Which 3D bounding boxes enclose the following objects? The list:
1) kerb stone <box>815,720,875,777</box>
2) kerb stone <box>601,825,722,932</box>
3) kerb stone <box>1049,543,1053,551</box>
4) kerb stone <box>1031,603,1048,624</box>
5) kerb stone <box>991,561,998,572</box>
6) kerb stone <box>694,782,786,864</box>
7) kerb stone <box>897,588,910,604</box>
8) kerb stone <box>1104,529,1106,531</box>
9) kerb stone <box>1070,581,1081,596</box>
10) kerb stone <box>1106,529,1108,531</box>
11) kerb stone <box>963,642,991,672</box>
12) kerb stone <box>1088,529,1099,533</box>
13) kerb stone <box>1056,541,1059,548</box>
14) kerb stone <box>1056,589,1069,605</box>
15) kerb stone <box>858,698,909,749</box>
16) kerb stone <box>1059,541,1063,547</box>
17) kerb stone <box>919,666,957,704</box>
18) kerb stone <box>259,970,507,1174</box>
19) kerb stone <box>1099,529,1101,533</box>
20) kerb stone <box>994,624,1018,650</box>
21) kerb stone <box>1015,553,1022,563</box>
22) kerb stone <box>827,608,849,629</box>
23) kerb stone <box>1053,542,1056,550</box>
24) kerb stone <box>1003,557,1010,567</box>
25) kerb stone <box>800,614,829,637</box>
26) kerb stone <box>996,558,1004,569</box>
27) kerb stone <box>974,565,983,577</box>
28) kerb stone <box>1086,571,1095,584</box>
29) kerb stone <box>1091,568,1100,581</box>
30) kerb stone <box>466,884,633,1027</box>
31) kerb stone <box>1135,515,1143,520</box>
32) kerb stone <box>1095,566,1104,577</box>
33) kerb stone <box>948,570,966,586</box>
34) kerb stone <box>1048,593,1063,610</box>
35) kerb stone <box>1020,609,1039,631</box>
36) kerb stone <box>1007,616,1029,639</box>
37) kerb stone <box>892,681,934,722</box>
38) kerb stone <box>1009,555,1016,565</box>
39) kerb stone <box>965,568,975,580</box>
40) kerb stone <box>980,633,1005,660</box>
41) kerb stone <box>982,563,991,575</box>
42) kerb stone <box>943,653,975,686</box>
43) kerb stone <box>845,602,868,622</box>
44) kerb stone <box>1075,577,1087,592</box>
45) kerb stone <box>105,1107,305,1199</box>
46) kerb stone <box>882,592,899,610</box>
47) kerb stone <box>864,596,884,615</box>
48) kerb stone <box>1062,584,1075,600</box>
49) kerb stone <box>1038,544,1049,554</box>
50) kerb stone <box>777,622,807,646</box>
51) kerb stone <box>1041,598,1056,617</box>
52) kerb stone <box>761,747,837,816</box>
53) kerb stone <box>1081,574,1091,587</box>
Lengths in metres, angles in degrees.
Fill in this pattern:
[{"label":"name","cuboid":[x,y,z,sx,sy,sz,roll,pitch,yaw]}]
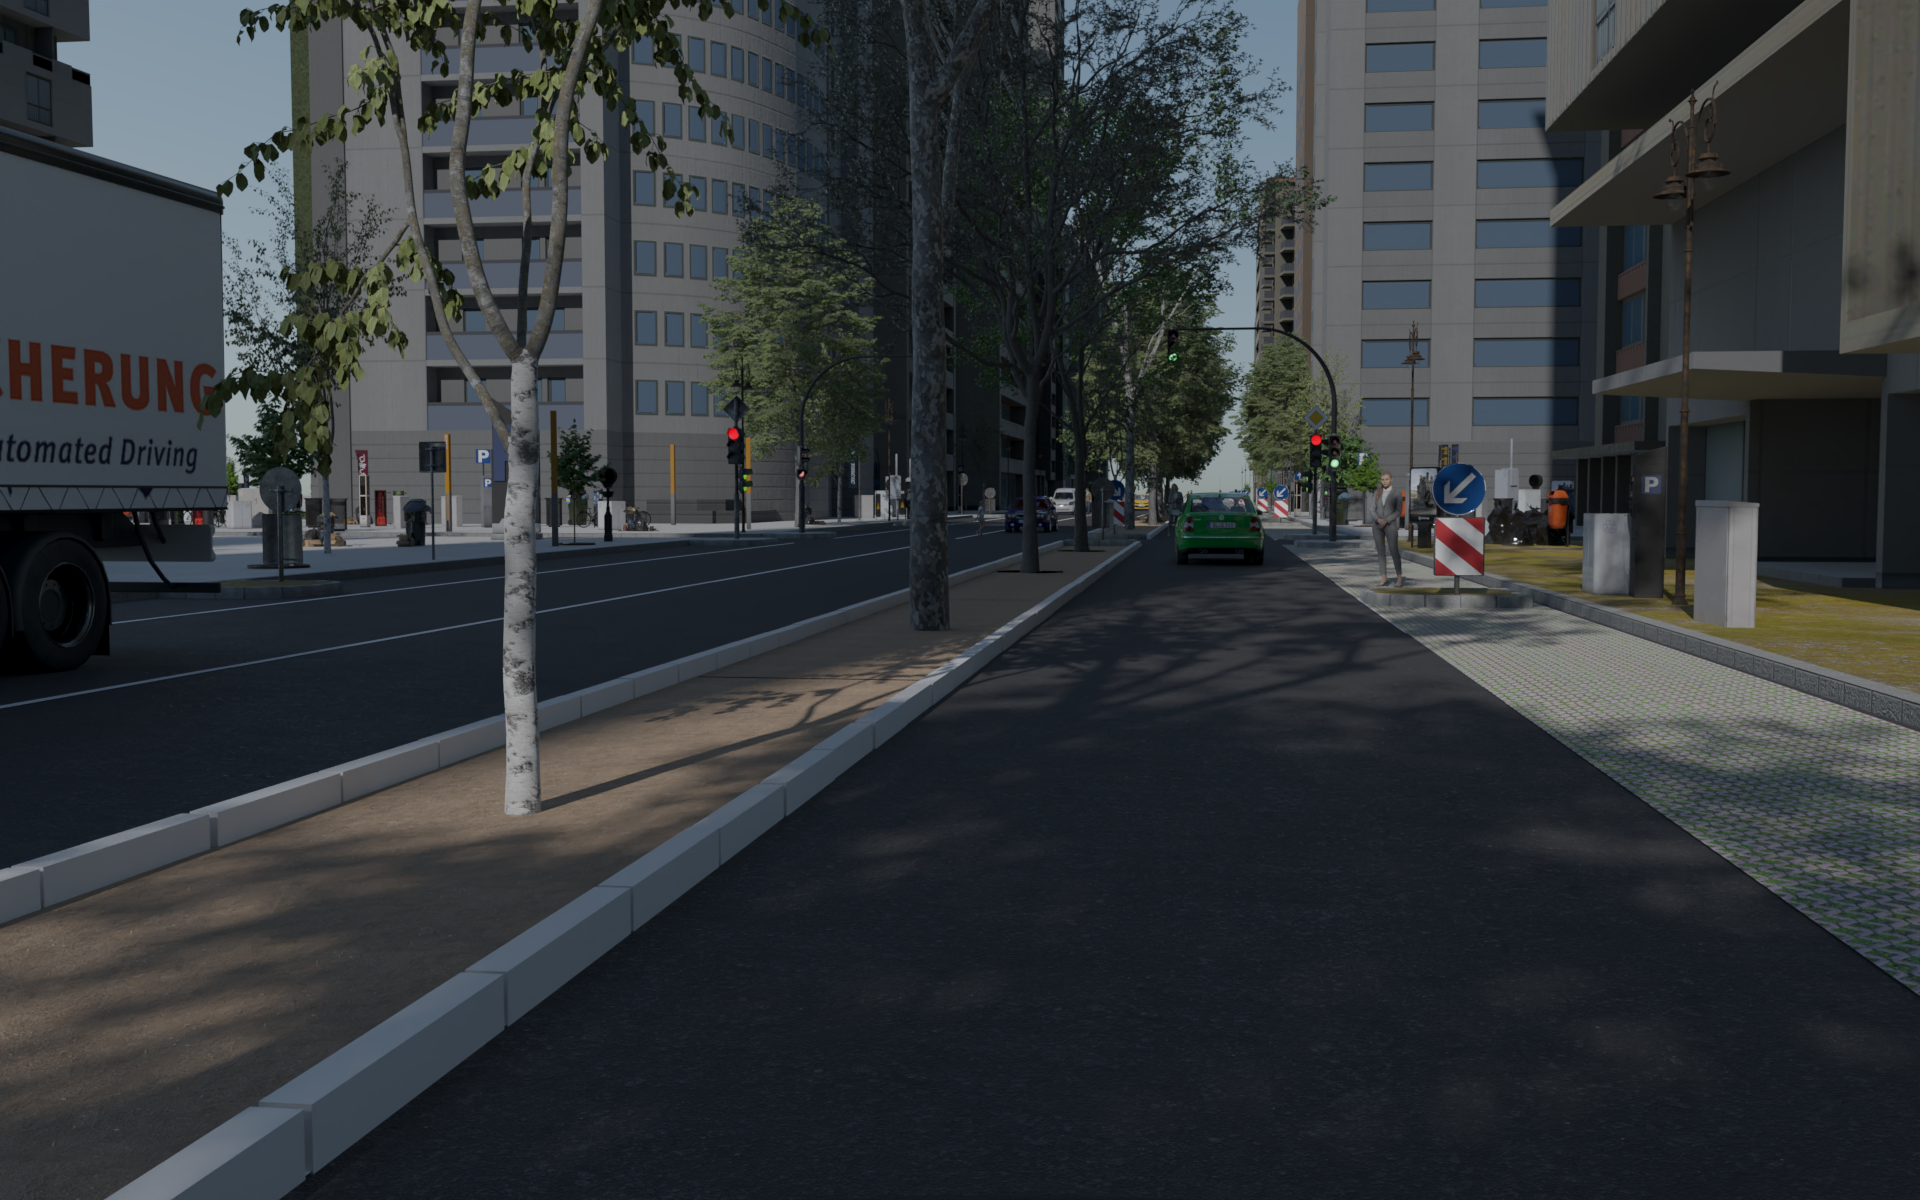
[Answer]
[{"label":"kerb stone","cuboid":[-0.620,0.794,9.212,0.120,0.150,1.000,1,4,8]},{"label":"kerb stone","cuboid":[-1.057,0.980,6.169,0.120,0.150,1.000,1,4,8]},{"label":"kerb stone","cuboid":[2.134,-1.273,43.004,0.120,0.150,1.000,1,4,8]},{"label":"kerb stone","cuboid":[0.852,0.174,19.349,0.120,0.150,1.000,1,4,8]},{"label":"kerb stone","cuboid":[0.527,-0.590,31.849,0.120,0.150,1.000,1,4,8]},{"label":"kerb stone","cuboid":[-0.911,0.923,7.181,0.120,0.150,1.000,1,4,8]},{"label":"kerb stone","cuboid":[-0.789,-0.031,22.701,0.120,0.150,1.000,1,4,8]},{"label":"kerb stone","cuboid":[5.279,-2.600,64.797,0.120,0.150,1.000,1,4,8]},{"label":"kerb stone","cuboid":[1.572,-0.136,24.423,0.120,0.150,1.000,1,4,8]},{"label":"kerb stone","cuboid":[5.427,-2.668,65.819,0.120,0.150,1.000,1,4,8]},{"label":"kerb stone","cuboid":[0.116,0.487,14.285,0.120,0.150,1.000,1,4,8]},{"label":"kerb stone","cuboid":[4.687,-2.357,60.740,0.120,0.150,1.000,1,4,8]},{"label":"kerb stone","cuboid":[2.416,-1.389,45.030,0.120,0.150,1.000,1,4,8]},{"label":"kerb stone","cuboid":[1.280,-0.010,22.391,0.120,0.150,1.000,1,4,8]},{"label":"kerb stone","cuboid":[-0.463,0.731,10.237,0.120,0.150,1.000,1,4,8]},{"label":"kerb stone","cuboid":[2.569,-1.459,46.048,0.120,0.150,1.000,1,4,8]},{"label":"kerb stone","cuboid":[-0.173,0.609,12.261,0.120,0.150,1.000,1,4,8]},{"label":"kerb stone","cuboid":[-1.350,1.104,4.145,0.120,0.150,1.000,1,4,8]},{"label":"kerb stone","cuboid":[4.834,-2.420,61.760,0.120,0.150,1.000,1,4,8]},{"label":"kerb stone","cuboid":[0.411,0.360,16.312,0.120,0.150,1.000,1,4,8]},{"label":"kerb stone","cuboid":[1.111,-0.839,35.905,0.120,0.150,1.000,1,4,8]},{"label":"kerb stone","cuboid":[-1.383,0.224,18.637,0.120,0.150,1.000,1,4,8]},{"label":"kerb stone","cuboid":[2.282,-1.334,44.016,0.120,0.150,1.000,1,4,8]},{"label":"kerb stone","cuboid":[0.821,-0.714,33.872,0.120,0.150,1.000,1,4,8]},{"label":"kerb stone","cuboid":[-1.529,0.283,17.624,0.120,0.150,1.000,1,4,8]},{"label":"kerb stone","cuboid":[0.674,-0.647,32.861,0.120,0.150,1.000,1,4,8]},{"label":"kerb stone","cuboid":[0.229,-0.463,29.807,0.120,0.150,1.000,1,4,8]},{"label":"kerb stone","cuboid":[2.013,-0.321,27.468,0.120,0.150,1.000,1,4,8]},{"label":"kerb stone","cuboid":[2.164,-0.380,28.482,0.120,0.150,1.000,1,4,8]},{"label":"kerb stone","cuboid":[-1.204,1.042,5.157,0.120,0.150,1.000,1,4,8]},{"label":"kerb stone","cuboid":[10.251,-4.719,99.348,0.120,0.150,1.000,1,4,8]},{"label":"kerb stone","cuboid":[2.311,-0.439,29.496,0.120,0.150,1.000,1,4,8]},{"label":"kerb stone","cuboid":[-0.066,-0.337,27.776,0.120,0.150,1.000,1,4,8]},{"label":"kerb stone","cuboid":[1.134,0.051,21.379,0.120,0.150,1.000,1,4,8]},{"label":"kerb stone","cuboid":[0.699,0.236,18.337,0.120,0.150,1.000,1,4,8]},{"label":"kerb stone","cuboid":[0.550,0.298,17.325,0.120,0.150,1.000,1,4,8]},{"label":"kerb stone","cuboid":[-0.322,0.669,11.249,0.120,0.150,1.000,1,4,8]},{"label":"kerb stone","cuboid":[0.956,-0.776,34.885,0.120,0.150,1.000,1,4,8]},{"label":"kerb stone","cuboid":[0.083,-0.404,28.796,0.120,0.150,1.000,1,4,8]},{"label":"kerb stone","cuboid":[0.257,0.427,15.302,0.120,0.150,1.000,1,4,8]},{"label":"kerb stone","cuboid":[0.384,-0.527,30.828,0.120,0.150,1.000,1,4,8]},{"label":"kerb stone","cuboid":[-0.028,0.550,13.273,0.120,0.150,1.000,1,4,8]},{"label":"kerb stone","cuboid":[-1.235,0.155,19.655,0.120,0.150,1.000,1,4,8]},{"label":"kerb stone","cuboid":[1.732,-0.196,25.436,0.120,0.150,1.000,1,4,8]},{"label":"kerb stone","cuboid":[-1.498,1.166,3.129,0.120,0.150,1.000,1,4,8]},{"label":"kerb stone","cuboid":[-0.939,0.031,21.690,0.120,0.150,1.000,1,4,8]},{"label":"kerb stone","cuboid":[-1.091,0.093,20.672,0.120,0.150,1.000,1,4,8]},{"label":"kerb stone","cuboid":[1.423,-0.074,23.412,0.120,0.150,1.000,1,4,8]},{"label":"kerb stone","cuboid":[1.989,-1.210,41.979,0.120,0.150,1.000,1,4,8]},{"label":"kerb stone","cuboid":[-1.669,0.348,16.611,0.120,0.150,1.000,1,4,8]},{"label":"kerb stone","cuboid":[0.994,0.112,20.362,0.120,0.150,1.000,1,4,8]},{"label":"kerb stone","cuboid":[-0.759,0.856,8.199,0.120,0.150,1.000,1,4,8]},{"label":"kerb stone","cuboid":[1.868,-0.259,26.454,0.120,0.150,1.000,1,4,8]}]
